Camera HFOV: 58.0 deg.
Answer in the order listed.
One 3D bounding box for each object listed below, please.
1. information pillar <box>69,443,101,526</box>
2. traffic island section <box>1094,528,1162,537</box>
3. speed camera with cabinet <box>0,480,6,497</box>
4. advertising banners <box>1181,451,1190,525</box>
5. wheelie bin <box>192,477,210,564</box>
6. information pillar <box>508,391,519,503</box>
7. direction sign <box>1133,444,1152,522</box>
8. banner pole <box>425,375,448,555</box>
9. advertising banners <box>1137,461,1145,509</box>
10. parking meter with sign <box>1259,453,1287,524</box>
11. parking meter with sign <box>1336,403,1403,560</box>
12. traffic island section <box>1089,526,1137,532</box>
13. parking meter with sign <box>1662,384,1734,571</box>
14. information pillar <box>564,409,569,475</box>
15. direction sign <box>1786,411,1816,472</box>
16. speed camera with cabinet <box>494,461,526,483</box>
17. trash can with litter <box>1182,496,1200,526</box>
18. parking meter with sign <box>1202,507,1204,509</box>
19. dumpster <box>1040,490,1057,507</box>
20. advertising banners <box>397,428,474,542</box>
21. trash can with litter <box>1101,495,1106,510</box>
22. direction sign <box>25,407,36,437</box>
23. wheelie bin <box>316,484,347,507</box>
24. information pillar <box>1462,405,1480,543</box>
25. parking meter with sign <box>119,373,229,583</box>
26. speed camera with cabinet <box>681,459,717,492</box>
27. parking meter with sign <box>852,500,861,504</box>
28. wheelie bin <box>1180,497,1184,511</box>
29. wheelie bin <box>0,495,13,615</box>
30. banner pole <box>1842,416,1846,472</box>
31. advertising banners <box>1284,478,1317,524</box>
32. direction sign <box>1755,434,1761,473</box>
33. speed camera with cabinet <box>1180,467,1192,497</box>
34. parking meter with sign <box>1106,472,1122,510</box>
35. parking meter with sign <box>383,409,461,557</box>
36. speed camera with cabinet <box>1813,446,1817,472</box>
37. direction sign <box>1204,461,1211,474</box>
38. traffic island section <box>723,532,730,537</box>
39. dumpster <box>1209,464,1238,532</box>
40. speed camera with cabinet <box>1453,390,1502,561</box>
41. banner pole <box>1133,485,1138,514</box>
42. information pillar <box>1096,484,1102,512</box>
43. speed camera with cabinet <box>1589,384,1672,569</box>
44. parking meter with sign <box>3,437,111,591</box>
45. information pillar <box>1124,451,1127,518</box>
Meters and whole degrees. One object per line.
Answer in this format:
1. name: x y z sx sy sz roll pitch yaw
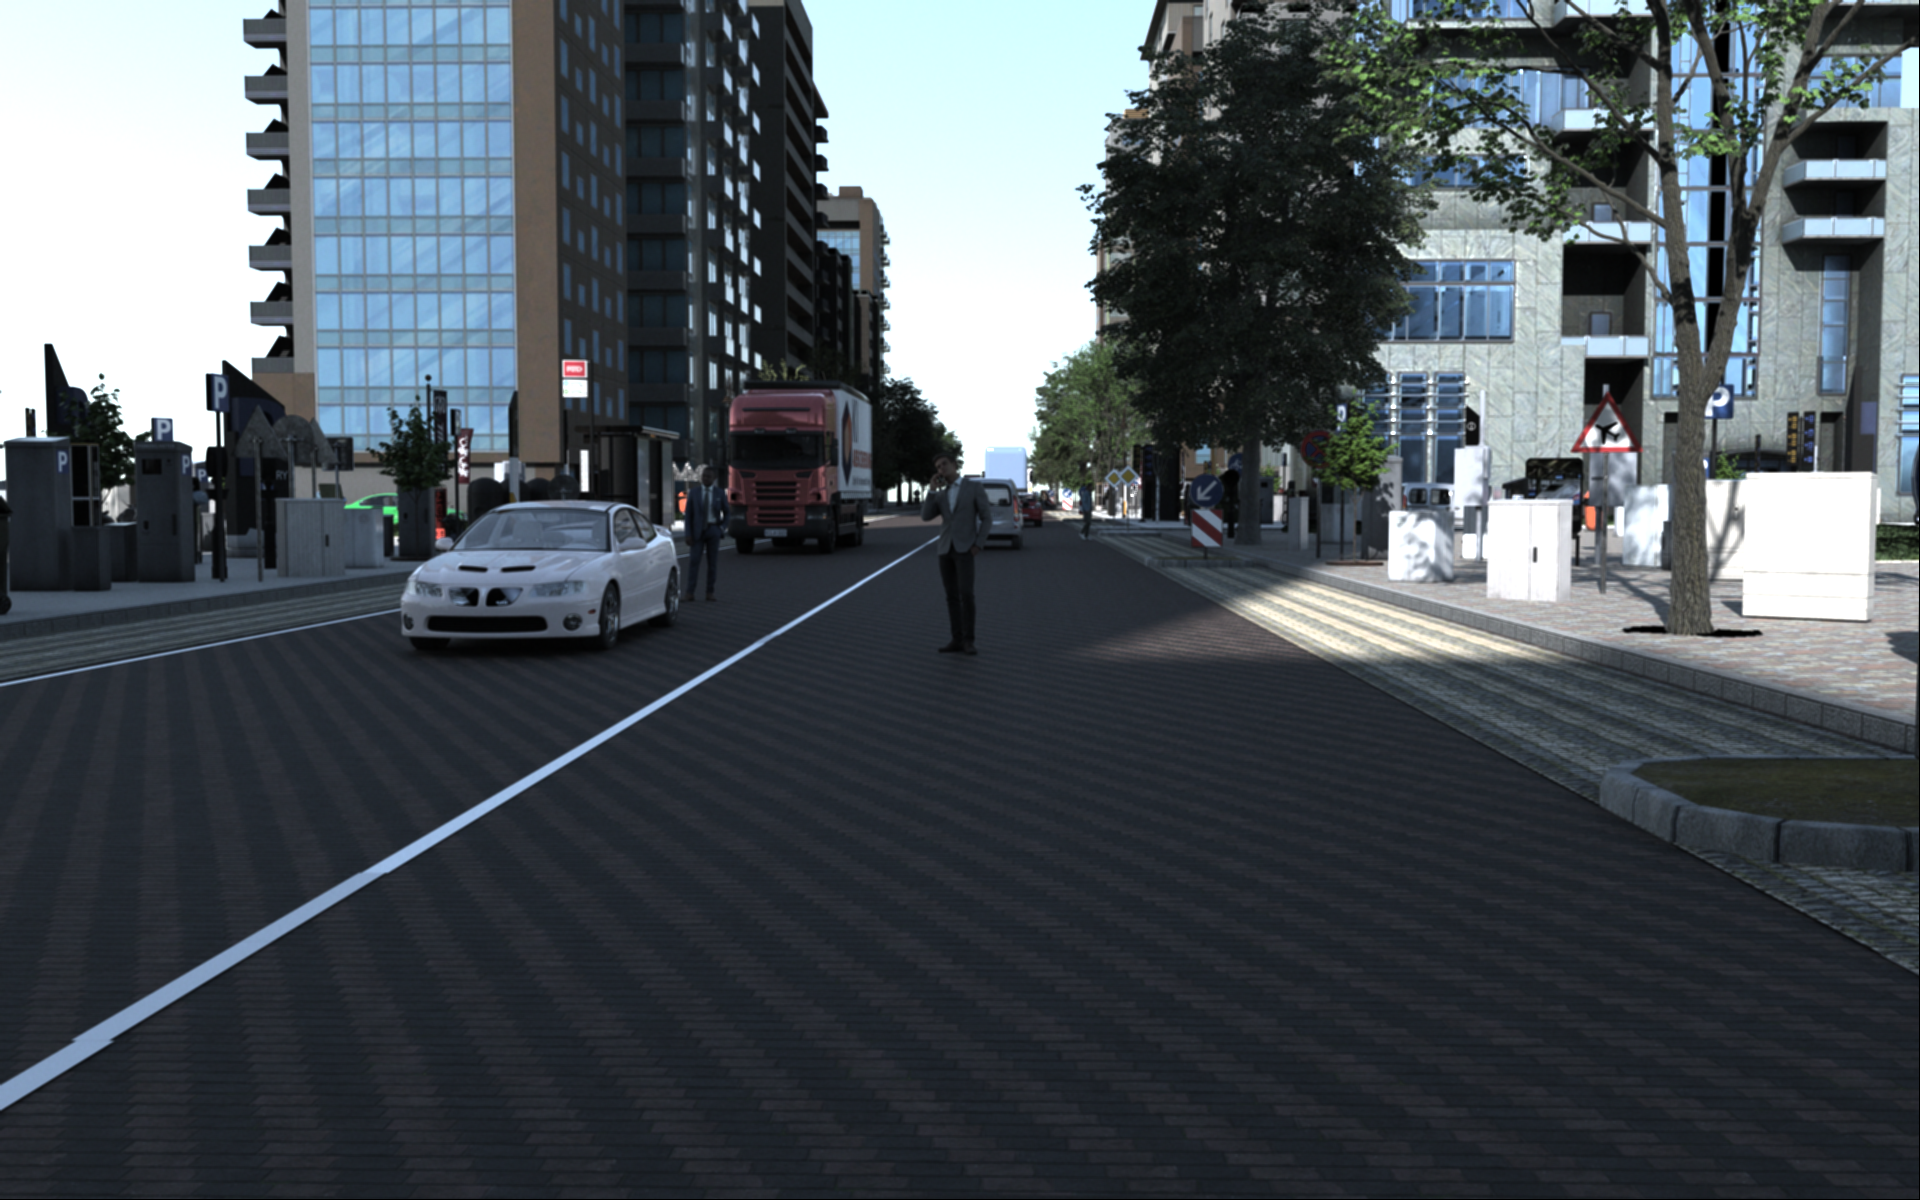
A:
1. information pillar: -12.710 -1.266 25.184 0.304 2.012 0.304 0 4 -4
2. traffic island section: 5.748 -2.251 59.082 2.009 0.180 2.903 0 4 2
3. speed camera with cabinet: -64.129 -7.499 116.937 0.660 3.252 2.038 0 4 3
4. advertising banners: 9.418 -4.633 71.940 0.090 3.025 2.074 1 4 21
5. wheelie bin: -14.258 -1.459 31.765 0.980 1.594 0.693 -1 4 -18
6. information pillar: -10.066 -2.921 39.119 0.183 3.616 0.504 0 4 2
7. direction sign: 8.338 -5.327 79.094 0.876 3.537 0.379 1 4 10
8. banner pole: -11.071 -2.851 36.638 0.401 3.779 0.863 1 4 20
9. advertising banners: 9.911 -5.838 91.641 0.090 3.025 2.074 -2 4 -26
10. parking meter with sign: 12.999 -4.748 73.884 1.738 3.016 0.543 0 4 0
11. parking meter with sign: 8.206 -2.283 33.591 1.738 3.016 0.543 -1 4 -9
12. traffic island section: 5.981 -2.739 67.063 2.009 0.180 2.903 0 4 2
13. parking meter with sign: 12.035 -1.968 28.440 0.543 3.016 1.738 0 4 2
14. information pillar: -10.956 -3.478 48.224 0.183 3.616 0.504 -1 4 -9
15. direction sign: 23.140 -3.409 47.729 0.379 3.537 0.876 -2 4 -24
16. speed camera with cabinet: -12.093 -3.336 48.877 0.660 3.252 2.038 3 5 44
17. trash can with litter: 9.353 -3.487 68.402 0.624 1.170 1.055 -1 4 -13
18. parking meter with sign: 15.803 -6.759 106.776 1.738 3.016 0.543 1 4 14
19. dumpster: 9.278 -10.553 180.755 1.865 1.857 1.264 0 4 3
20. advertising banners: -13.784 -3.021 45.586 2.074 3.025 0.090 -3 4 -36
21. trash can with litter: 11.054 -7.834 139.148 2.233 1.210 1.678 -1 4 -14
22. direction sign: -24.452 -3.282 45.656 0.379 3.537 0.876 -1 4 -14
23. wheelie bin: -19.201 -2.740 52.705 0.980 1.594 0.693 -2 4 -33
24. information pillar: 13.502 -3.314 45.547 0.504 3.616 0.183 0 4 3
25. parking meter with sign: -11.599 -1.772 25.240 1.738 3.016 0.543 0 4 2
26. speed camera with cabinet: -14.606 -6.272 96.888 2.038 3.252 0.660 1 4 21
27. parking meter with sign: -7.939 -8.188 130.142 0.543 3.016 1.738 2 4 29
28. wheelie bin: 16.460 -7.365 128.330 0.980 1.594 0.693 0 4 6
29. wheelie bin: -10.510 -0.643 18.426 0.693 1.594 0.980 -3 5 -40
30. banner pole: 28.417 -3.994 55.314 0.401 3.779 0.863 -2 4 -27
31. advertising banners: 14.378 -4.676 72.636 0.090 3.025 2.074 -2 4 -33
32. direction sign: 30.423 -4.533 66.118 0.379 3.537 0.876 1 4 15
33. speed camera with cabinet: 15.661 -7.952 124.347 2.038 3.252 0.660 -2 4 -31
34. parking meter with sign: 11.997 -8.462 134.610 0.543 3.016 1.738 -2 4 -34
35. parking meter with sign: -11.174 -2.405 35.575 1.738 3.016 0.543 0 4 -4
36. speed camera with cabinet: 35.230 -4.651 70.376 0.660 3.252 2.038 0 4 3
37. direction sign: 16.948 -7.744 118.606 0.379 3.537 0.876 3 5 40
38. traffic island section: -7.187 -2.274 59.463 2.009 0.180 2.903 0 4 2
39. dumpster: 8.831 -3.326 56.871 1.502 2.255 1.985 0 4 2
40. speed camera with cabinet: 10.115 -2.415 33.825 0.660 3.252 2.038 2 4 27
41. banner pole: 11.500 -7.600 114.281 0.401 3.779 0.863 -1 4 -11
42. information pillar: 9.732 -7.160 121.561 0.304 2.012 0.304 -2 4 -27
43. speed camera with cabinet: 11.981 -2.223 30.676 0.660 3.252 2.038 -1 4 -13
44. parking meter with sign: -12.204 -1.631 22.925 1.738 3.016 0.543 0 4 0
45. information pillar: 9.032 -6.332 94.874 0.183 3.616 0.504 0 4 1
